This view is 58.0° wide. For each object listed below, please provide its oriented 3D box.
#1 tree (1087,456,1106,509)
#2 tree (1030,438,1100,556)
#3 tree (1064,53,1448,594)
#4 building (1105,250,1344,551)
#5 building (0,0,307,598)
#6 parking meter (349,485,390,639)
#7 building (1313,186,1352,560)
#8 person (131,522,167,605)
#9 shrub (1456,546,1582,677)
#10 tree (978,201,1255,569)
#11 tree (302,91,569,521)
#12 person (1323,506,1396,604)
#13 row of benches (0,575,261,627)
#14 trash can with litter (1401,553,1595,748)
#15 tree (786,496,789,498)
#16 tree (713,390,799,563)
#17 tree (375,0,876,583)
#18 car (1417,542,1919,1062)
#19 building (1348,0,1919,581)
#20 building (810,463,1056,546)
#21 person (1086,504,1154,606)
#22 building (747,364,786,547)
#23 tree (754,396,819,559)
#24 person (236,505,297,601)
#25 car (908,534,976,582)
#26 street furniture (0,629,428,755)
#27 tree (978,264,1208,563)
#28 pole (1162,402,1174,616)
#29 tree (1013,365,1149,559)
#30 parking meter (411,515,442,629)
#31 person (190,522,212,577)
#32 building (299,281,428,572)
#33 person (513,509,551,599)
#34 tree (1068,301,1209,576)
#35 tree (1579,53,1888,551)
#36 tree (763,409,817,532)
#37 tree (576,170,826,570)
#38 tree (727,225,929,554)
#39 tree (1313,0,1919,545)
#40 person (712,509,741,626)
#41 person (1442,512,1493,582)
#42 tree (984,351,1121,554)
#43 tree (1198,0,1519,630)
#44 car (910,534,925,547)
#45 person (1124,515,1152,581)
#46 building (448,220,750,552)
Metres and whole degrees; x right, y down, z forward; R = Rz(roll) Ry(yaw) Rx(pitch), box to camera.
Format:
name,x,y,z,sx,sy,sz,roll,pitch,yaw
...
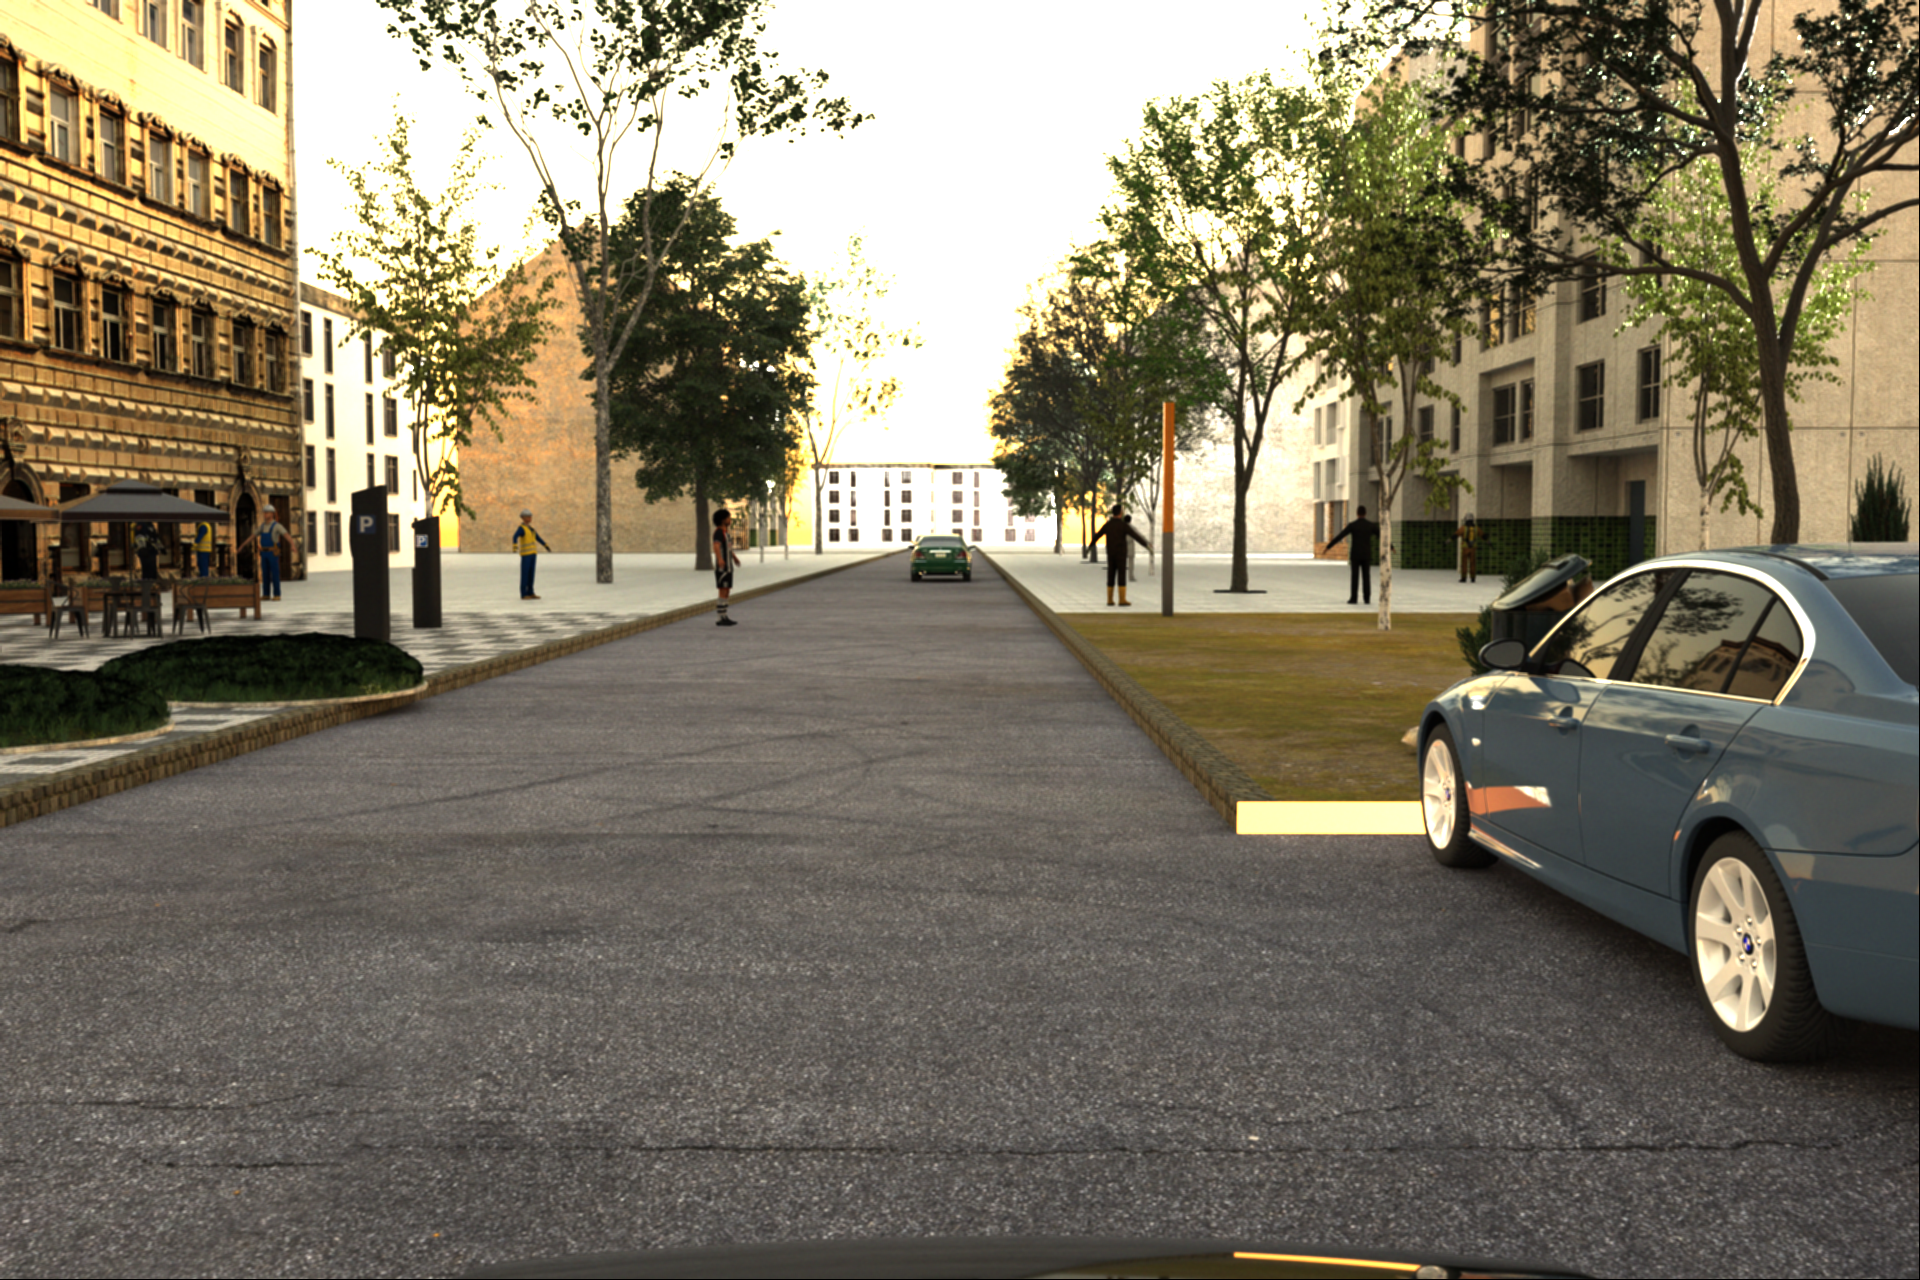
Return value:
name,x,y,z,sx,sy,sz,roll,pitch,yaw
tree,17.859,-17.053,204.574,9.928,11.665,9.643,0,3,0
tree,5.740,-9.280,102.092,4.360,8.622,3.978,0,3,0
tree,6.287,-6.840,37.589,9.928,11.665,9.643,0,3,0
building,21.990,-19.039,142.219,19.493,23.208,18.063,0,4,0
building,-27.439,-12.685,38.332,19.493,23.208,18.063,0,4,1
parking meter,-7.066,-0.919,20.732,0.399,1.863,0.255,0,4,1
building,23.731,-14.278,89.872,16.016,20.090,11.380,0,3,0
person,-14.317,-1.519,30.611,0.705,1.856,1.354,-1,4,-10
shrub,3.783,-0.015,11.358,1.383,1.207,1.383,0,3,0
tree,5.924,-9.354,63.312,12.009,13.543,11.850,0,3,0
tree,-8.977,-4.866,29.926,4.737,8.622,4.395,0,3,0
person,7.368,-1.569,31.875,1.346,1.802,0.704,0,4,-1
row of benches,-12.043,-0.575,24.857,4.104,0.672,1.422,-3,5,-43
trash can with litter,3.126,0.089,9.930,1.055,1.170,0.624,0,4,-2
tree,-21.409,-15.193,198.760,4.737,8.622,4.395,0,3,0
tree,-9.066,-7.801,77.910,4.737,8.622,4.395,0,3,0
tree,-7.803,-11.532,44.434,12.611,20.169,13.585,0,3,0
car,2.957,0.367,6.005,2.014,1.417,4.499,0,4,-1
building,24.454,-11.543,55.182,16.747,18.905,31.486,0,4,0
building,-2.861,-15.882,204.269,28.070,9.664,9.099,1,4,9
person,2.822,-1.521,31.000,1.346,1.812,0.704,2,4,33
building,-28.340,-19.170,179.891,16.747,18.905,31.486,0,4,1
tree,-8.717,-8.395,87.621,4.360,8.622,3.978,0,3,0
person,-13.299,-1.681,33.335,1.347,1.847,0.705,1,4,17
car,-0.563,-2.550,53.489,2.131,1.459,4.920,0,4,0
street furniture,-8.900,0.232,11.833,10.072,0.657,5.734,-1,4,-17
tree,5.914,-10.183,76.867,12.009,13.543,11.850,0,3,0
pole,3.242,-2.026,26.967,0.158,3.312,0.155,0,3,0
tree,6.233,-9.553,90.606,7.601,10.594,8.767,-1,4,-12
parking meter,-7.282,-0.931,23.639,0.372,1.533,0.369,0,3,0
person,-16.763,-1.976,38.273,0.705,1.833,1.349,-1,4,-14
building,-26.266,-7.773,69.242,9.099,9.664,28.070,0,4,0
person,-8.453,-1.693,34.137,0.721,1.772,1.216,1,4,20
tree,5.765,-6.301,53.390,4.737,8.622,4.395,0,3,0
tree,12.012,-4.698,27.178,4.737,8.622,4.395,0,3,0
tree,-9.508,-8.900,95.870,4.360,8.622,3.978,0,3,0
tree,-9.080,-9.454,61.230,9.857,13.997,8.962,0,3,0
tree,-8.326,-15.365,107.102,12.611,20.169,13.585,0,3,0
tree,7.018,-4.914,14.756,8.767,10.594,7.601,-1,4,-15
person,-3.681,-1.136,27.181,0.704,1.843,1.345,0,4,4
person,13.507,-2.461,46.013,1.354,1.858,0.705,0,4,-1
tree,6.410,-12.650,113.490,9.857,13.997,8.962,0,3,0
tree,5.517,-4.431,22.811,4.737,8.622,4.395,0,3,0
car,-2.046,-5.921,107.039,2.015,1.641,3.980,0,3,0
person,4.575,-2.503,47.112,1.347,1.806,0.705,2,4,29
building,-26.267,-18.338,130.756,19.493,23.208,18.063,0,4,-1
